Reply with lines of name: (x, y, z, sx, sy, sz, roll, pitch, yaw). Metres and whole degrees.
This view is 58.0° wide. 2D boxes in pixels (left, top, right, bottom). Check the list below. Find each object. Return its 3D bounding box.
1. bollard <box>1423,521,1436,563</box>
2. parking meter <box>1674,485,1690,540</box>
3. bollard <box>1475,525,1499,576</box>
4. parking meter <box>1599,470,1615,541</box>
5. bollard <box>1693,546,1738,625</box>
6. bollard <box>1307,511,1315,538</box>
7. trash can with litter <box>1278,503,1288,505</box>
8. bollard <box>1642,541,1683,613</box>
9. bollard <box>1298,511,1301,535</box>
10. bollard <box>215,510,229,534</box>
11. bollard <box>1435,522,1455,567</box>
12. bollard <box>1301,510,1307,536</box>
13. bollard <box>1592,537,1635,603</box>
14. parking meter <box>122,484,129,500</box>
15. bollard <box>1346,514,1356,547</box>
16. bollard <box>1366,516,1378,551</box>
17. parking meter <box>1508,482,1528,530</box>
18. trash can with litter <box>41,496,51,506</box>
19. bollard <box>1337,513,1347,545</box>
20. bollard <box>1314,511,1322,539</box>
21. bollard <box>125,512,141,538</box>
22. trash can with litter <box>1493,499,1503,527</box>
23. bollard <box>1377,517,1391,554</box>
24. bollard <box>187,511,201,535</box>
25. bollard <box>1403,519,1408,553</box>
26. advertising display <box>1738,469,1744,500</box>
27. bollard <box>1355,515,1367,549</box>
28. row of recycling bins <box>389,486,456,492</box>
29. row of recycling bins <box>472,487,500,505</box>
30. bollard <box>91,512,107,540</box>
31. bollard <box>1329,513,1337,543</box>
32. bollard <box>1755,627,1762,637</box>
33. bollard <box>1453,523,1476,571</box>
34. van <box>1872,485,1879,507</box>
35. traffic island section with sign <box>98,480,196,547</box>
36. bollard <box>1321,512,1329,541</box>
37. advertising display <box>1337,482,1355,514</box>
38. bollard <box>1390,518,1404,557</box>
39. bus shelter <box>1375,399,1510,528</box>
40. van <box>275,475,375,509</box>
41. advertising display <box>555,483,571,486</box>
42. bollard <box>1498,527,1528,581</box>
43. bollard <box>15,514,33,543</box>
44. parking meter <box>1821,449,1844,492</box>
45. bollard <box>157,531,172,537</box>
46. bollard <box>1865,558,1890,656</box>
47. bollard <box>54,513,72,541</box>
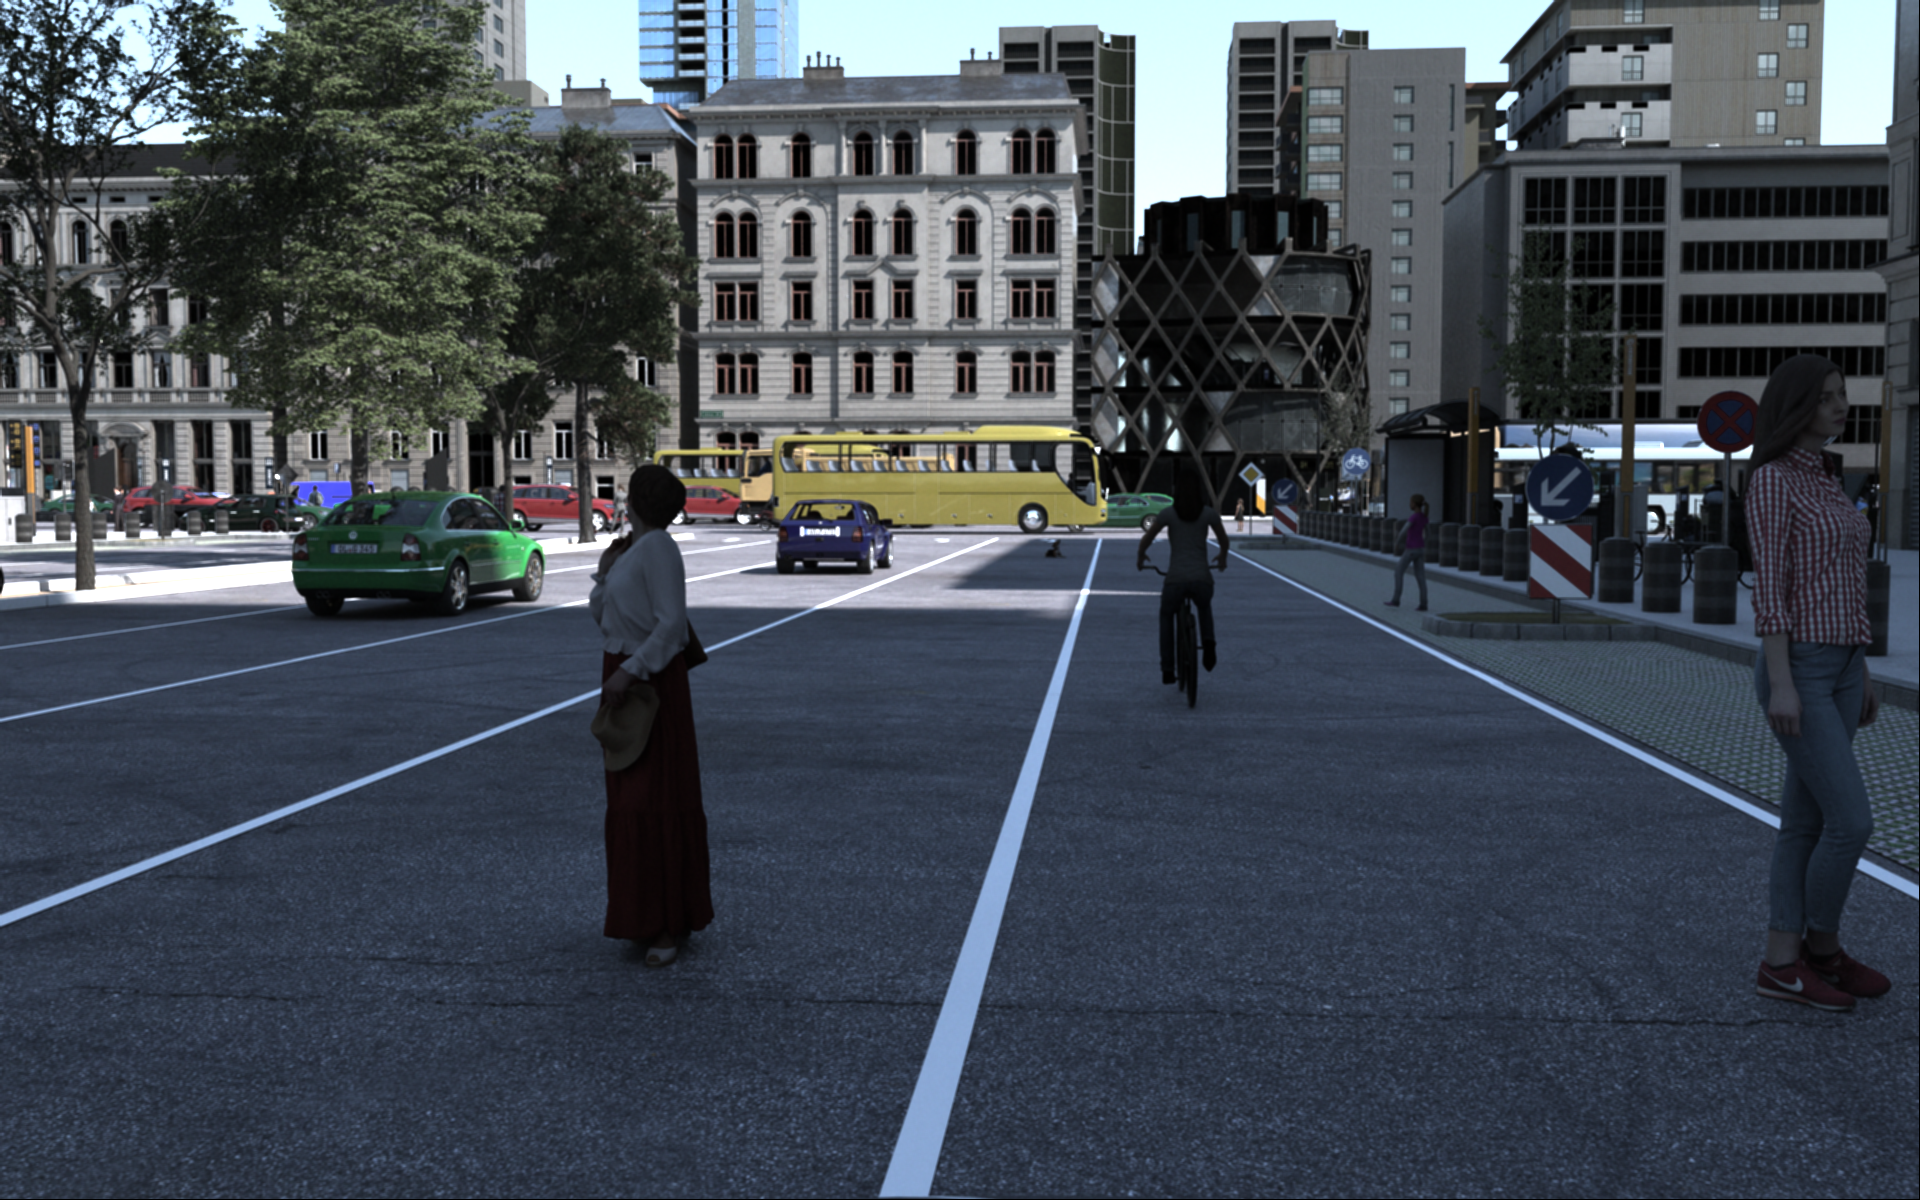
bollard: (8.845, -1.077, 32.322, 0.404, 0.777, 0.398, 0, 3, 0)
parking meter: (19.987, -2.420, 47.974, 0.372, 1.533, 0.369, 0, 3, 0)
bollard: (8.401, -0.769, 27.291, 0.404, 0.777, 0.398, 0, 3, 0)
parking meter: (15.559, -2.199, 41.660, 0.255, 1.863, 0.399, 3, 5, 41)
bollard: (7.504, -0.152, 17.203, 0.404, 0.777, 0.398, 0, 3, 0)
bollard: (10.484, -2.208, 50.810, 0.404, 0.777, 0.398, 0, 3, 0)
trash can with litter: (17.512, -4.934, 91.721, 2.233, 1.210, 1.678, 0, 4, 2)
bollard: (7.655, -0.255, 18.883, 0.404, 0.777, 0.398, 0, 3, 0)
bollard: (10.785, -2.415, 54.198, 0.404, 0.777, 0.398, 0, 3, 0)
bollard: (-23.687, -2.499, 55.574, 0.404, 0.777, 0.398, 0, 3, 0)
bollard: (8.692, -0.974, 30.645, 0.404, 0.777, 0.398, 0, 3, 0)
bollard: (10.633, -2.311, 52.509, 0.404, 0.777, 0.398, 0, 3, 0)
bollard: (7.800, -0.358, 20.575, 0.404, 0.777, 0.398, 0, 3, 0)
parking meter: (-50.717, -6.093, 105.335, 0.255, 1.863, 0.399, 0, 4, -1)
bollard: (9.739, -1.694, 42.413, 0.404, 0.777, 0.398, 0, 3, 0)
bollard: (9.439, -1.488, 39.040, 0.404, 0.777, 0.398, 0, 3, 0)
parking meter: (11.138, -1.599, 34.551, 0.372, 1.533, 0.369, 0, 3, 0)
trash can with litter: (-55.082, -5.656, 103.867, 1.055, 1.170, 0.624, -2, 4, -28)
bollard: (9.893, -1.797, 44.103, 0.404, 0.777, 0.398, 0, 3, 0)
bollard: (10.336, -2.105, 49.133, 0.404, 0.777, 0.398, 0, 3, 0)
bollard: (-24.137, -2.190, 50.522, 0.404, 0.777, 0.398, 0, 3, 0)
trash can with litter: (12.691, -1.845, 41.546, 0.624, 1.170, 1.055, 1, 4, 16)
bollard: (9.289, -1.385, 37.364, 0.404, 0.777, 0.398, 0, 3, 0)
bollard: (-23.834, -2.396, 53.898, 0.404, 0.777, 0.398, 0, 3, 0)
bollard: (8.995, -1.179, 34.000, 0.404, 0.777, 0.398, 0, 3, 0)
advertising display: (20.259, -2.432, 44.971, 0.123, 1.923, 0.974, 2, 4, 24)
bollard: (9.590, -1.590, 40.720, 0.404, 0.777, 0.398, 0, 3, 0)
row of recycling bins: (-29.233, -5.336, 94.350, 3.534, 1.692, 1.069, -1, 4, -21)
row of recycling bins: (-26.861, -5.589, 98.489, 1.069, 1.692, 3.534, -2, 4, -30)
bollard: (-24.284, -2.087, 48.845, 0.404, 0.777, 0.398, 0, 3, 0)
bollard: (10.041, -1.900, 45.780, 0.404, 0.777, 0.398, 0, 3, 0)
bollard: (7.353, -0.050, 15.527, 0.404, 0.777, 0.398, 0, 3, 0)
bollard: (8.546, -0.872, 28.968, 0.404, 0.777, 0.398, 0, 3, 0)
van: (41.928, -4.466, 80.034, 2.013, 2.044, 4.112, 0, 4, 5)
traffic island section with sign: (-22.329, -2.399, 47.844, 1.989, 1.847, 2.006, 0, 4, 5)
bollard: (10.190, -2.002, 47.456, 0.404, 0.777, 0.398, 0, 3, 0)
advertising display: (20.041, -5.174, 89.815, 0.974, 1.923, 0.123, 1, 4, 16)
bollard: (9.142, -1.282, 35.678, 0.404, 0.777, 0.398, 0, 3, 0)
bus shelter: (10.952, -2.806, 39.802, 2.014, 3.302, 5.546, 0, 4, 5)
van: (-31.593, -4.949, 85.301, 5.245, 2.365, 2.240, 0, 4, 3)
advertising display: (-23.081, -5.833, 100.589, 0.974, 1.923, 0.123, 1, 4, 21)
bollard: (8.245, -0.666, 25.610, 0.404, 0.777, 0.398, 0, 3, 0)
bollard: (-24.585, -1.882, 45.482, 0.404, 0.777, 0.398, 0, 3, 0)
parking meter: (10.665, -0.960, 21.404, 0.255, 1.863, 0.399, -3, 4, -36)
bollard: (-23.986, -2.294, 52.220, 0.404, 0.777, 0.398, 0, 3, 0)
bollard: (7.205, 0.053, 13.850, 0.404, 0.777, 0.398, 0, 3, 0)
bollard: (-24.433, -1.985, 47.169, 0.404, 0.777, 0.398, 0, 3, 0)
